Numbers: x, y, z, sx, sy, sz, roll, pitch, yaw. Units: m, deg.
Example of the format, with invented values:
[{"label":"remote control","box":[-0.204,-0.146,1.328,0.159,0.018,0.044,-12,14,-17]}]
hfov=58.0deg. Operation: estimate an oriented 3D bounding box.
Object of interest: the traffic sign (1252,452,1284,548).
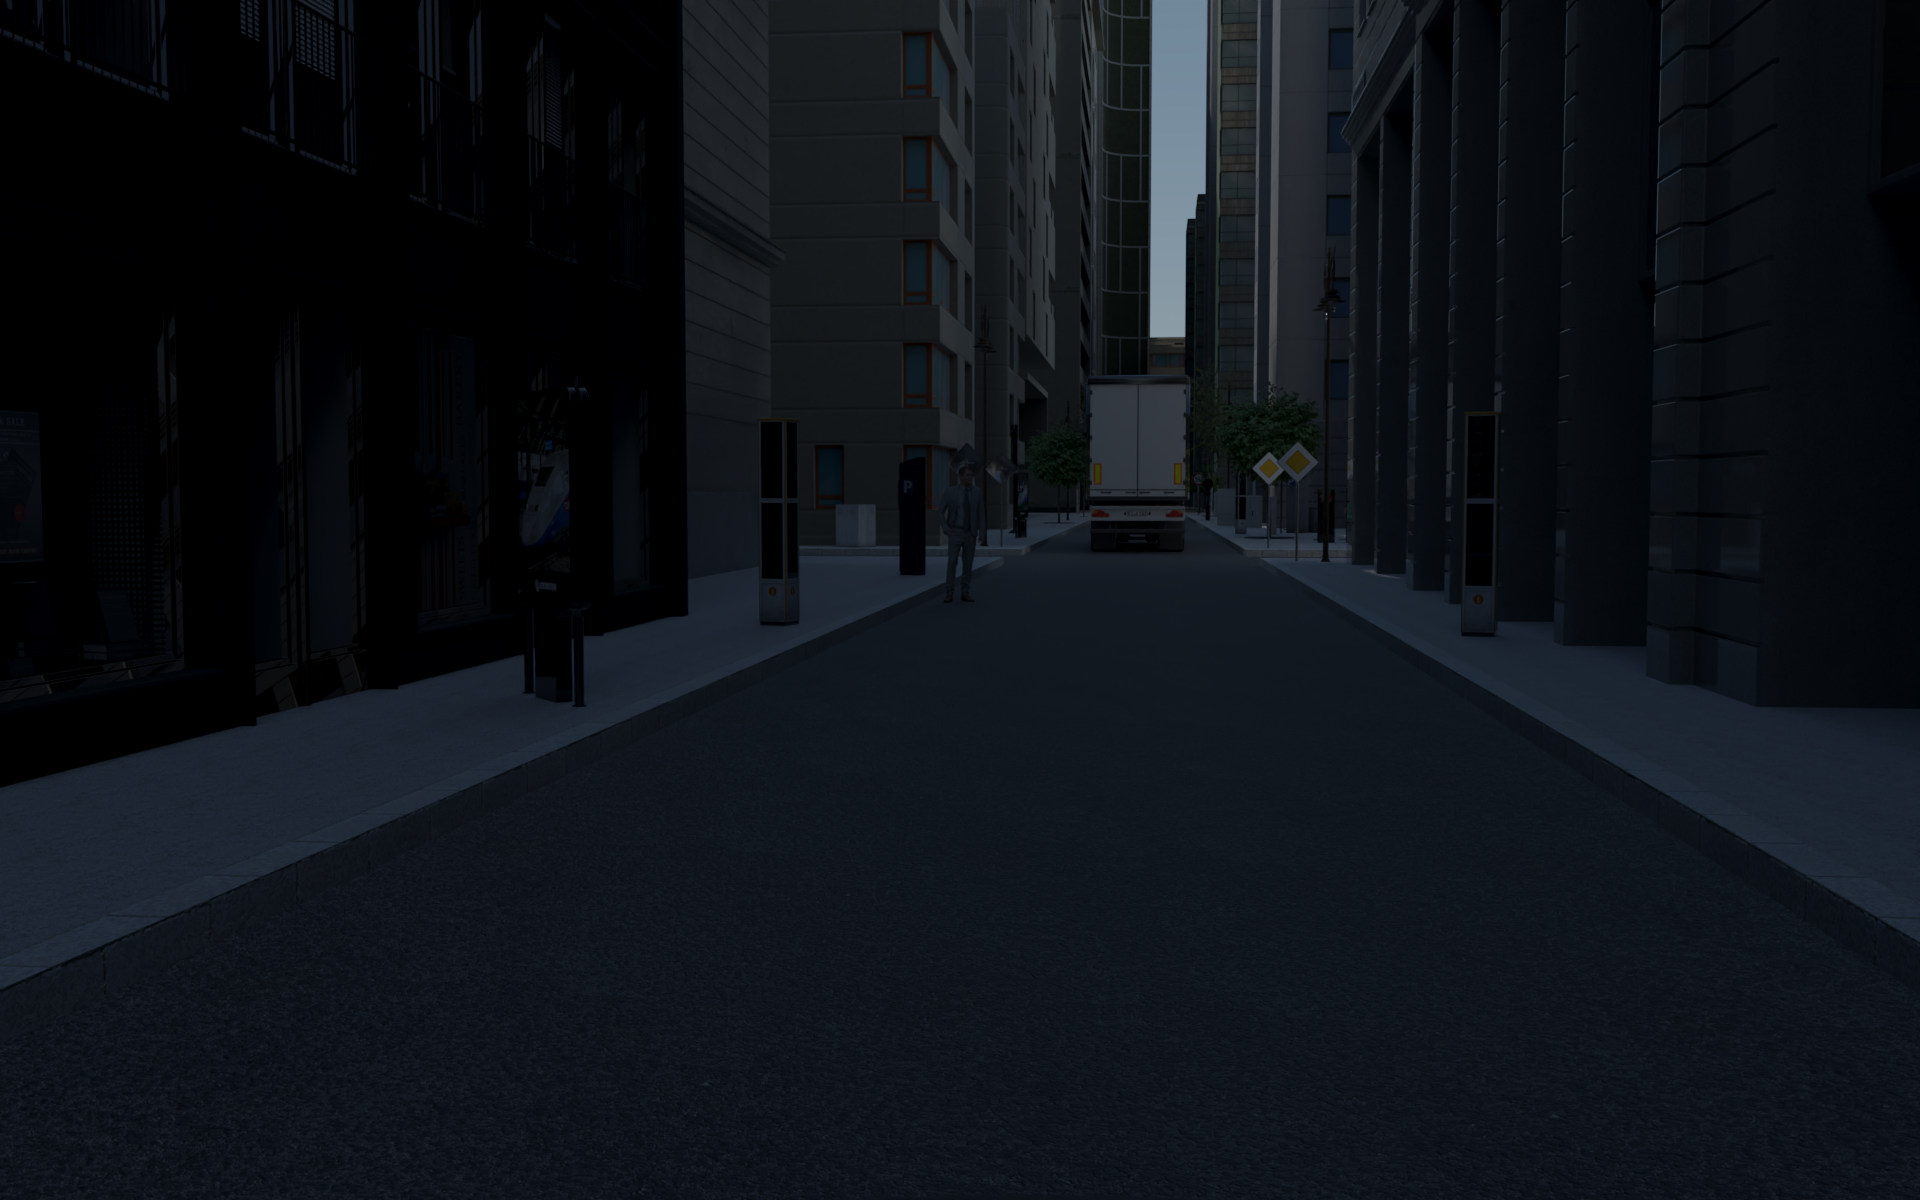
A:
[{"label":"traffic sign","box":[7.309,-2.286,41.020,0.795,2.450,0.064,0,4,6]}]

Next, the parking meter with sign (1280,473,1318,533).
[{"label":"parking meter with sign","box":[11.111,-3.704,56.825,1.738,3.016,0.543,-3,4,-38]}]

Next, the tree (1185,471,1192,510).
[{"label":"tree","box":[17.972,-8.153,127.900,1.663,3.219,1.824,0,3,0]}]

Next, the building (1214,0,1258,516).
[{"label":"building","box":[22.937,-25.919,107.369,14.154,41.232,14.086,0,4,6]}]

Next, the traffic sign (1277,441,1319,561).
[{"label":"traffic sign","box":[6.438,-1.801,33.082,0.795,2.450,0.064,0,4,6]}]

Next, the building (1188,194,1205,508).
[{"label":"building","box":[29.756,-24.241,168.047,14.160,30.474,14.107,0,4,6]}]

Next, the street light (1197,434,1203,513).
[{"label":"street light","box":[15.901,-8.681,114.726,0.468,5.910,1.993,0,4,6]}]

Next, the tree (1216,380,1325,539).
[{"label":"tree","box":[9.031,-4.065,50.180,4.285,4.588,4.351,0,3,0]}]

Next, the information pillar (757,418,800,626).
[{"label":"information pillar","box":[-1.771,-0.762,16.943,0.304,2.012,0.304,1,4,21]}]

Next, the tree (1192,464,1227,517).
[{"label":"tree","box":[14.334,-6.365,98.672,1.663,3.219,1.824,0,3,0]}]

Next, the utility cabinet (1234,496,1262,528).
[{"label":"utility cabinet","box":[11.005,-3.361,66.117,1.020,1.237,0.306,1,4,22]}]

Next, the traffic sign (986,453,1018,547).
[{"label":"traffic sign","box":[1.005,-2.329,41.729,0.795,2.450,0.064,0,4,6]}]

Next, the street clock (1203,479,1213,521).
[{"label":"street clock","box":[12.024,-4.857,83.984,0.471,2.002,0.358,0,4,-5]}]

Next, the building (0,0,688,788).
[{"label":"building","box":[-9.845,-11.055,10.422,12.332,23.373,15.834,0,4,6]}]

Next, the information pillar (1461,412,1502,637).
[{"label":"information pillar","box":[4.704,-0.681,15.634,0.304,2.012,0.304,1,4,21]}]

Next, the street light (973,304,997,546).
[{"label":"street light","box":[0.614,-4.256,42.366,0.468,5.910,1.993,0,4,6]}]

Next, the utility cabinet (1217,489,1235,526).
[{"label":"utility cabinet","box":[10.822,-3.708,69.312,0.318,1.500,1.173,-3,4,-36]}]

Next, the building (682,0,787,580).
[{"label":"building","box":[-15.116,-14.621,26.445,23.554,28.519,14.401,0,4,6]}]

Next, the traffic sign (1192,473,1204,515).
[{"label":"traffic sign","box":[14.276,-6.334,103.671,0.768,2.556,0.104,1,4,15]}]

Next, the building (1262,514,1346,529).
[{"label":"building","box":[23.661,-32.626,75.441,21.231,58.520,28.212,0,4,6]}]

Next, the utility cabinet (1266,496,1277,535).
[{"label":"utility cabinet","box":[9.834,-2.662,54.687,0.306,1.237,1.020,0,4,8]}]

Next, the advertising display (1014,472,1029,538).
[{"label":"advertising display","box":[1.791,-2.787,50.782,0.123,1.923,0.974,1,4,21]}]

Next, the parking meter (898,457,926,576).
[{"label":"parking meter","box":[-0.760,-1.325,27.381,0.399,1.863,0.255,2,4,34]}]

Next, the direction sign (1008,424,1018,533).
[{"label":"direction sign","box":[1.767,-3.946,56.517,0.379,3.537,0.876,-1,4,-11]}]

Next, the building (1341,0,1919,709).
[{"label":"building","box":[10.928,-14.593,16.093,11.434,29.767,29.804,0,4,6]}]

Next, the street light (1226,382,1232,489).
[{"label":"street light","box":[11.141,-6.058,71.832,0.468,5.910,1.993,0,4,6]}]

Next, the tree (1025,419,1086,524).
[{"label":"tree","box":[4.433,-5.643,75.979,4.285,4.588,4.351,0,3,0]}]

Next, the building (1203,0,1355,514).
[{"label":"building","box":[31.260,-36.929,145.780,21.231,58.520,28.212,0,4,6]}]

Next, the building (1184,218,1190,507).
[{"label":"building","box":[30.713,-25.122,182.445,14.160,30.474,14.107,0,4,6]}]

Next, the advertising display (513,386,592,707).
[{"label":"advertising display","box":[-2.534,-0.338,10.748,0.123,1.923,0.974,-2,4,-34]}]

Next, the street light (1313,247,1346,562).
[{"label":"street light","box":[6.923,-3.660,32.627,0.468,5.910,1.993,0,4,6]}]

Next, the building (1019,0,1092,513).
[{"label":"building","box":[-1.343,-30.835,127.859,21.300,48.544,21.600,0,4,6]}]

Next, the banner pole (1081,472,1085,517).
[{"label":"banner pole","box":[6.818,-6.495,96.213,0.401,3.779,0.863,-1,4,-12]}]

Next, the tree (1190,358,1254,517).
[{"label":"tree","box":[13.985,-8.829,94.718,4.737,8.622,4.395,0,3,0]}]

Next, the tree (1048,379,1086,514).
[{"label":"tree","box":[7.286,-9.785,110.350,4.360,8.622,3.978,0,3,0]}]

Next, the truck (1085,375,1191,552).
[{"label":"truck","box":[4.783,-3.519,46.445,2.839,4.237,11.283,0,4,6]}]

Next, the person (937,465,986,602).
[{"label":"person","box":[0.028,-0.885,23.070,0.635,1.810,0.391,-1,4,-22]}]

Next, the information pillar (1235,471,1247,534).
[{"label":"information pillar","box":[9.039,-3.132,55.698,0.304,2.012,0.304,-1,4,-9]}]

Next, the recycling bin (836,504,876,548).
[{"label":"recycling bin","box":[-2.525,-1.797,41.931,0.722,1.027,0.722,2,4,34]}]

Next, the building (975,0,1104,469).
[{"label":"building","box":[0.560,-36.014,178.061,27.495,52.752,28.713,0,4,6]}]

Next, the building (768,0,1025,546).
[{"label":"building","box":[-12.665,-13.015,57.834,27.650,21.520,28.899,0,4,6]}]

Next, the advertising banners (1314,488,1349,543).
[{"label":"advertising banners","box":[10.296,-2.996,45.170,2.074,3.025,0.090,1,4,19]}]

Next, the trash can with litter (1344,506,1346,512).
[{"label":"trash can with litter","box":[10.778,-2.179,47.019,0.624,1.170,1.055,1,4,18]}]

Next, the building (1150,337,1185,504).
[{"label":"building","box":[37.849,-22.498,212.882,28.899,21.520,27.650,0,4,6]}]

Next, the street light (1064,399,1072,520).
[{"label":"street light","box":[5.282,-6.843,84.666,0.468,5.910,1.993,0,4,6]}]

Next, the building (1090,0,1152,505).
[{"label":"building","box":[12.771,-47.187,209.760,20.611,71.187,20.563,0,4,6]}]

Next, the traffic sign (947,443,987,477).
[{"label":"traffic sign","box":[0.134,-1.844,33.792,0.795,2.450,0.064,0,4,6]}]
